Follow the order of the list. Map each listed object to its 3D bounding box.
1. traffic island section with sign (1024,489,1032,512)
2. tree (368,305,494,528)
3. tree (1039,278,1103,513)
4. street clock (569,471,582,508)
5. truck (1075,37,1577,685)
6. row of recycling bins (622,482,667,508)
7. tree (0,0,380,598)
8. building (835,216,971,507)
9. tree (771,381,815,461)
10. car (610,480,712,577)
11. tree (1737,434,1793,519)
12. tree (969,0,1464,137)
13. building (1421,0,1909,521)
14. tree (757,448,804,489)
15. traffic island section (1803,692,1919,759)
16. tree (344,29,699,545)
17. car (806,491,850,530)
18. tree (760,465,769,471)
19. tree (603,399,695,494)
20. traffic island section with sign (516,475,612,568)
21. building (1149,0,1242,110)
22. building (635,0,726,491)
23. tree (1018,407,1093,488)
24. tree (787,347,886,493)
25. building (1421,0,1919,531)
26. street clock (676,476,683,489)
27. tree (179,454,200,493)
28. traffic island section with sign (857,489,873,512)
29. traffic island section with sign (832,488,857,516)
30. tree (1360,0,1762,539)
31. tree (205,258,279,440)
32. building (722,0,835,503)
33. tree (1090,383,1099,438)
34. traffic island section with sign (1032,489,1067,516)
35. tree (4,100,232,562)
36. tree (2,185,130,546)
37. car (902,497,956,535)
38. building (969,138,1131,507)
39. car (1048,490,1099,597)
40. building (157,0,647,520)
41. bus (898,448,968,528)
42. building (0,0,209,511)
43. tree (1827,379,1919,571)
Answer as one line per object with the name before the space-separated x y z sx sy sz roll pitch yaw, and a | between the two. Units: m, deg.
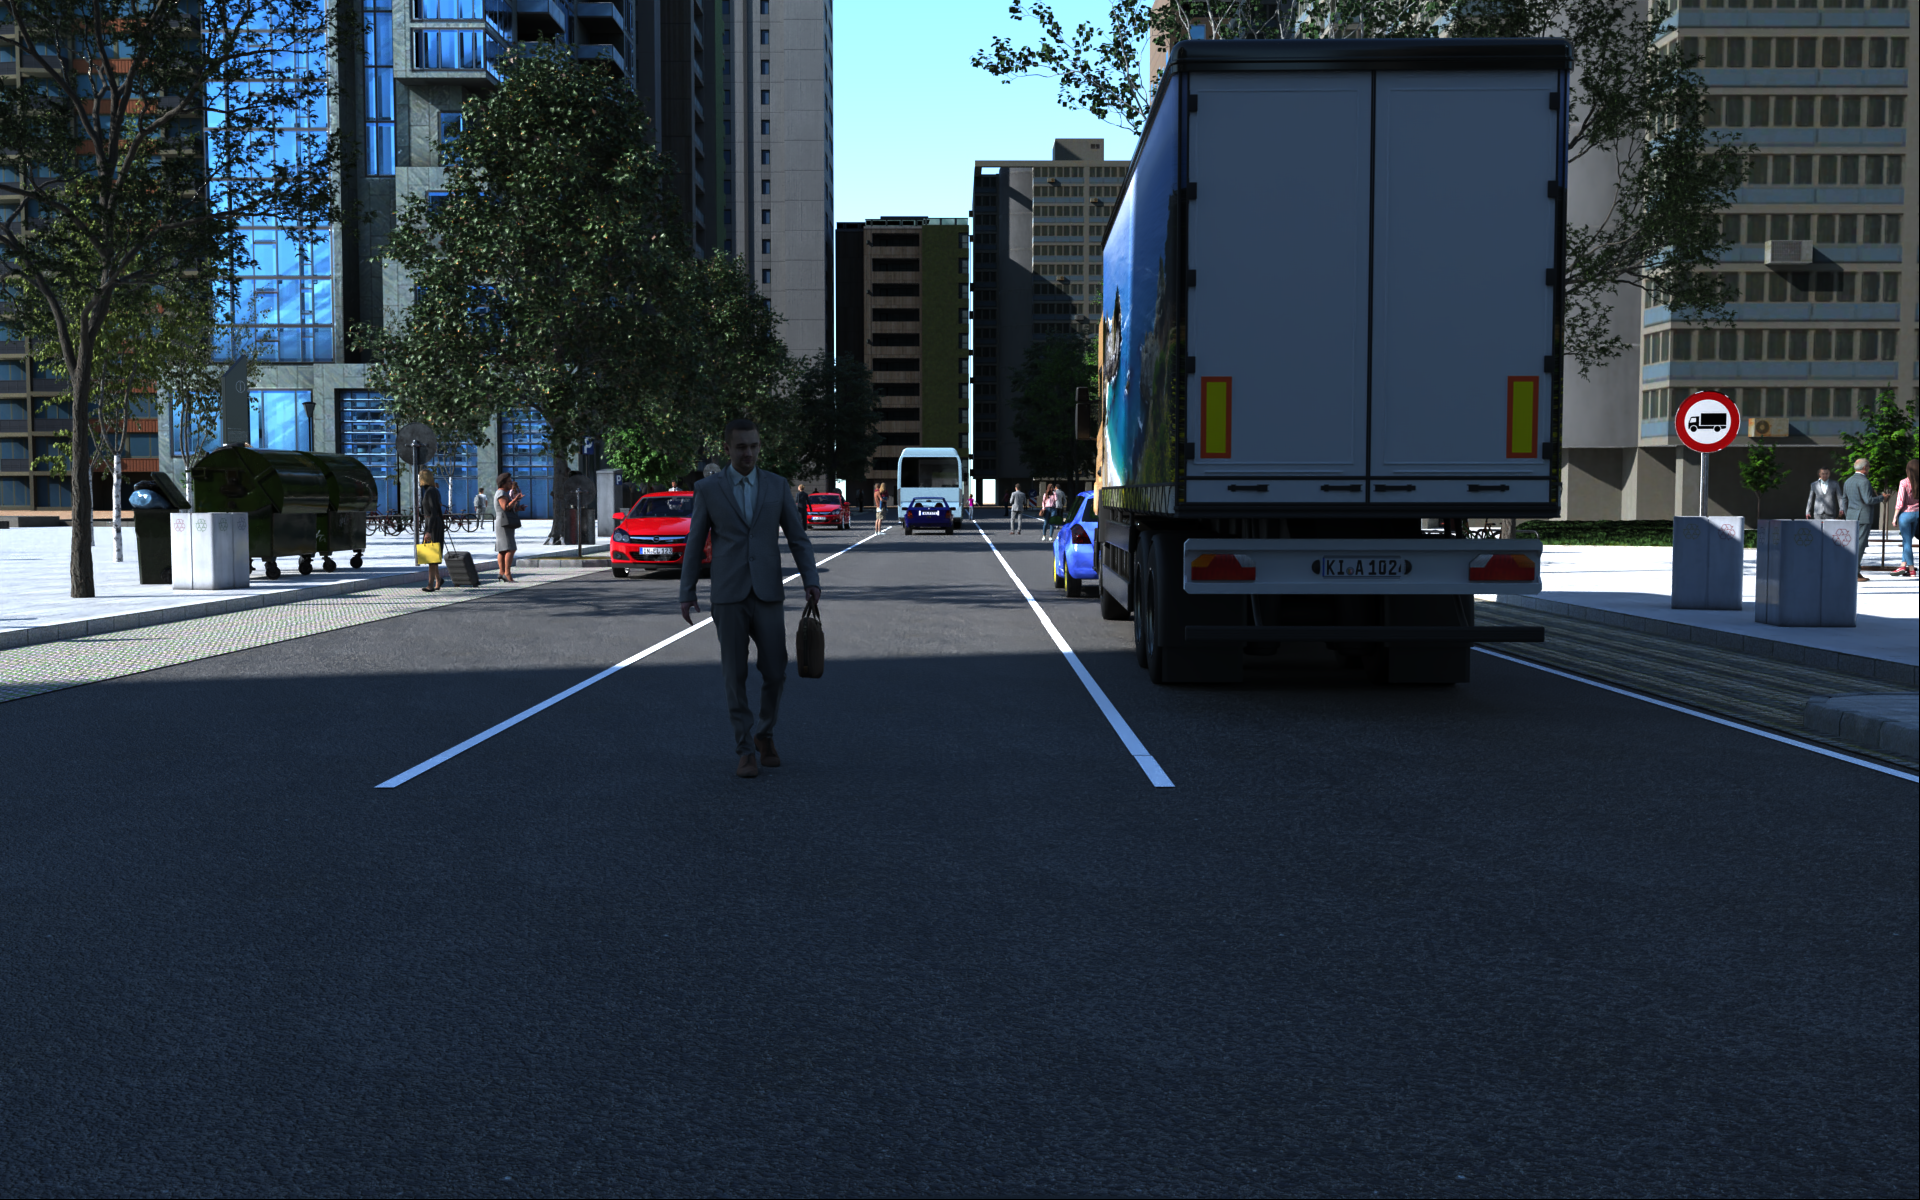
traffic island section with sign | 5.750 -8.043 140.124 1.989 1.847 2.006 0 4 0
tree | -20.289 -7.018 65.111 4.360 8.622 3.978 0 3 0
tree | 9.283 -9.342 78.493 9.928 11.665 9.643 0 3 0
street clock | -11.848 -2.982 53.334 0.471 2.002 0.358 2 4 25
truck | 2.682 -1.675 16.296 2.839 4.237 11.283 0 4 2
row of recycling bins | -11.393 -3.293 60.956 1.069 1.692 3.534 1 4 18
tree | -10.911 -5.287 20.855 8.767 10.594 7.601 0 4 -3
building | -5.969 -25.151 182.921 14.107 30.474 14.160 0 4 0
tree | -10.899 -9.589 107.139 4.737 8.622 4.395 0 3 0
car | -5.064 -1.350 31.107 2.155 1.783 4.494 0 4 0
tree | 25.673 -3.712 55.294 1.663 3.219 1.824 0 3 0
tree | 7.044 -11.749 47.991 12.611 20.169 13.585 0 3 0
building | 32.776 -25.072 101.807 32.217 40.220 23.993 0 4 0
tree | -10.982 -7.271 102.586 4.285 4.588 4.351 0 3 0
traffic island section | 6.164 0.767 9.741 2.009 0.180 2.903 0 4 0
tree | -10.149 -7.734 43.455 9.611 12.733 9.660 0 3 0
car | -5.465 -3.727 69.982 2.155 1.783 4.494 0 4 2
tree | -11.047 -6.313 97.814 1.663 3.219 1.824 0 3 0
tree | -10.087 -4.443 56.350 4.285 4.588 4.351 0 3 0
traffic island section with sign | -7.625 -1.580 34.465 1.989 1.847 2.006 0 4 0
building | 23.509 -30.290 145.355 14.600 45.320 14.200 0 4 0
building | -24.485 -26.853 122.645 14.154 41.232 14.086 0 4 0
tree | 8.453 -13.662 157.786 7.601 10.594 8.767 -3 4 -39
tree | -11.074 -15.004 151.977 9.857 13.997 8.962 0 3 0
building | 31.103 -23.182 70.903 32.217 40.220 23.993 0 4 0
street clock | -10.407 -3.627 63.867 0.358 2.002 0.471 -2 4 -35
tree | -36.508 -5.403 82.936 1.663 3.219 1.824 0 3 0
traffic island section with sign | -7.945 -7.938 138.418 1.989 1.847 2.006 0 4 0
traffic island section with sign | -7.867 -6.290 111.463 1.989 1.847 2.006 0 4 0
tree | 9.173 -5.713 27.815 7.601 10.594 8.767 -1 4 -22
tree | -21.128 -5.964 47.868 4.360 8.622 3.978 0 3 0
building | -27.787 -39.388 185.987 28.212 58.520 21.231 0 4 0
tree | 9.185 -8.950 96.687 4.360 8.622 3.978 0 3 0
traffic island section with sign | 5.856 -6.306 111.726 1.989 1.847 2.006 0 4 0
tree | -16.018 -5.043 32.814 4.737 8.622 4.395 0 3 0
tree | -21.141 -5.629 42.400 4.360 8.622 3.978 0 3 0
car | -1.114 -3.021 61.977 1.945 1.354 3.894 0 4 -1
building | 13.053 -30.577 191.807 23.993 40.220 32.217 0 4 0
car | 2.278 -0.961 25.305 1.945 1.707 3.694 0 4 -1
building | -30.101 -48.078 98.745 22.319 86.520 31.000 0 4 0
bus | -1.149 -4.926 75.396 2.948 3.499 13.247 0 4 0
building | -62.836 -29.734 140.774 28.867 44.769 22.147 0 4 0
tree | 15.706 -2.114 29.164 1.663 3.219 1.824 0 3 0
